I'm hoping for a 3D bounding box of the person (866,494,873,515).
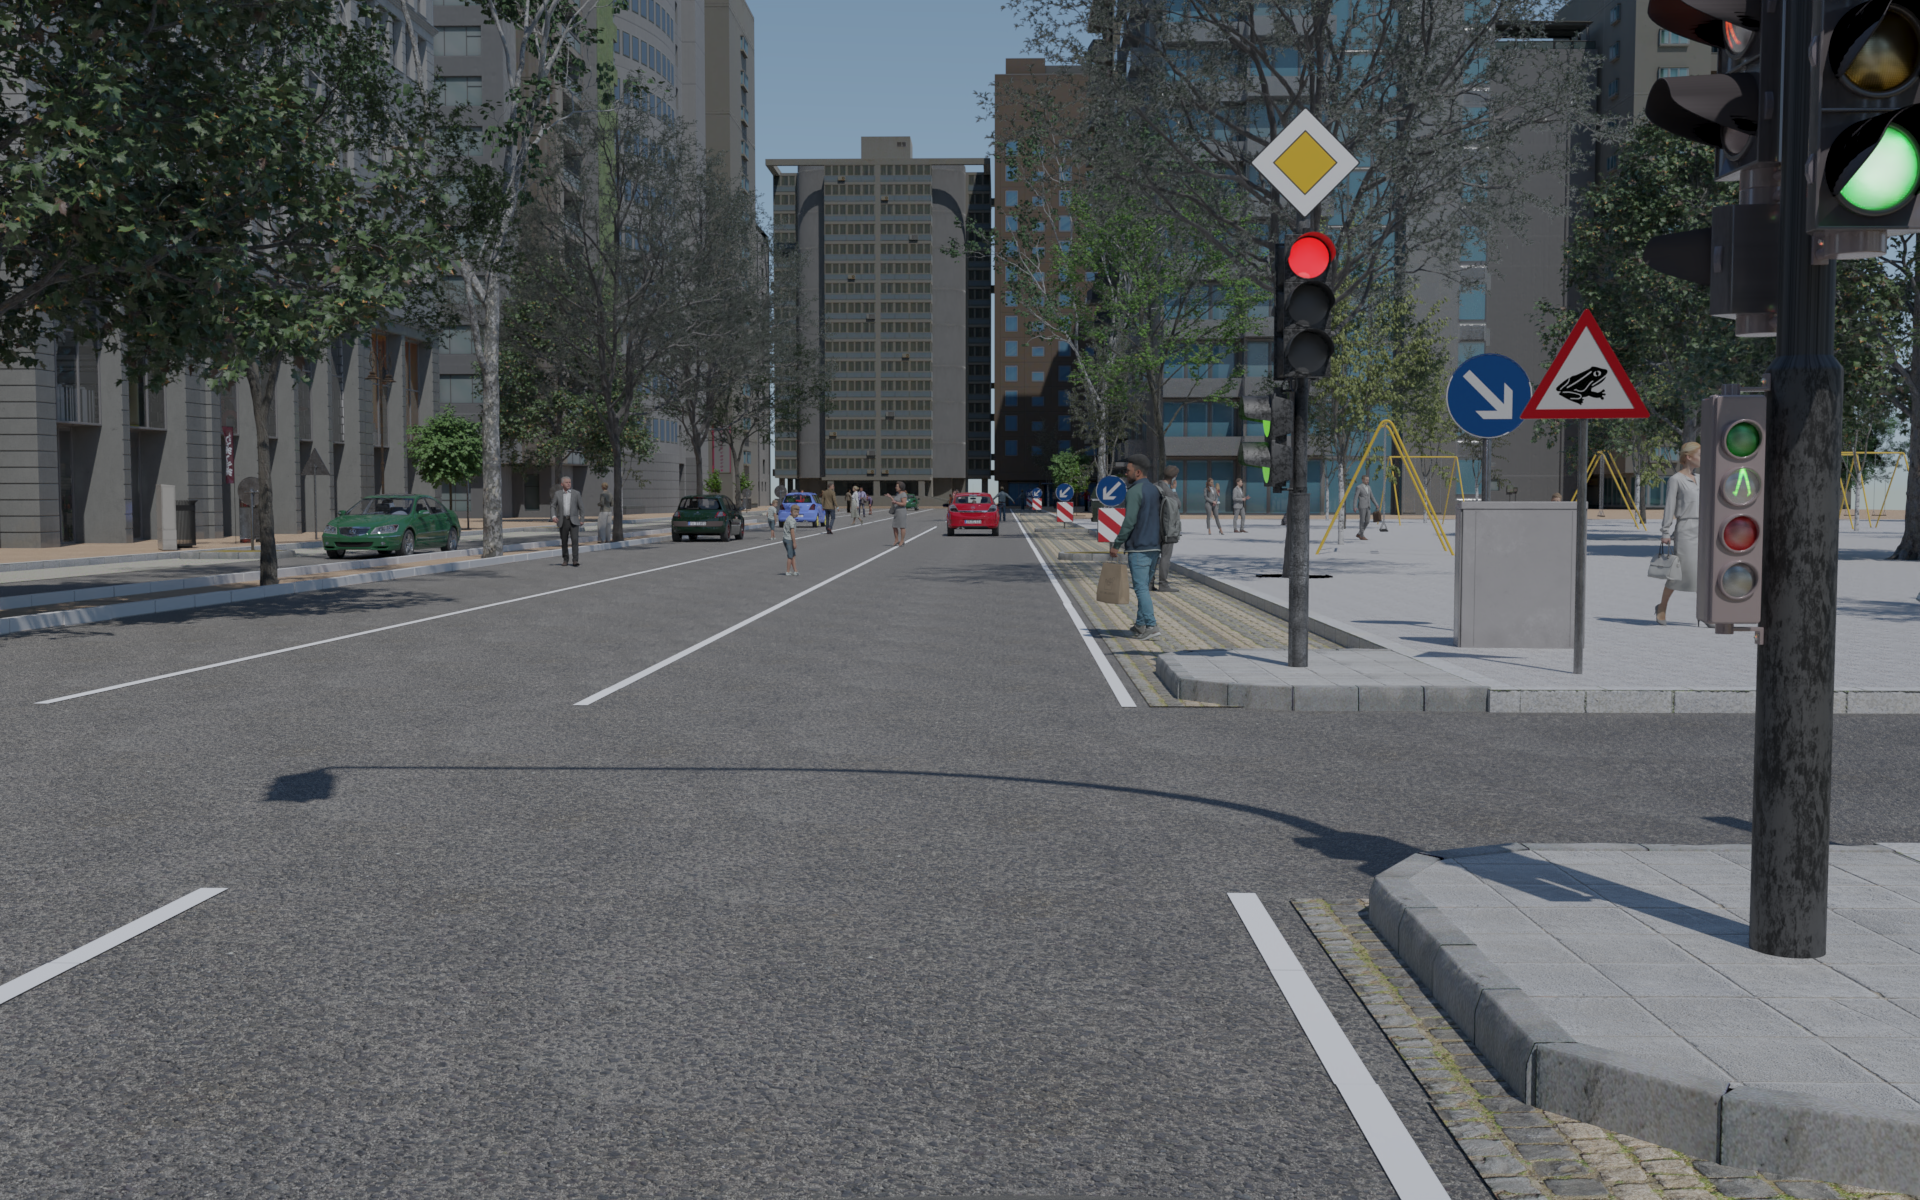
[{"bbox_3d":[-6.246,-6.572,119.179,0.421,1.427,0.697,2,4,35],"label":"person"}]

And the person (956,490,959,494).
[{"bbox_3d":[-0.194,-7.028,124.080,0.551,1.740,0.621,-2,4,-24],"label":"person"}]

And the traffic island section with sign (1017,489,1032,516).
[{"bbox_3d":[4.972,-6.482,114.607,1.989,1.847,2.006,0,4,1],"label":"traffic island section with sign"}]

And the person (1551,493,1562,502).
[{"bbox_3d":[10.223,-1.195,29.837,0.306,1.304,0.590,0,4,-3],"label":"person"}]

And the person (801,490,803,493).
[{"bbox_3d":[-13.001,-8.254,143.989,0.750,1.759,0.617,2,4,29],"label":"person"}]

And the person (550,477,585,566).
[{"bbox_3d":[-7.748,-1.551,34.263,0.661,1.777,0.834,-1,4,-19],"label":"person"}]

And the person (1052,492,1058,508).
[{"bbox_3d":[8.658,-9.023,154.102,0.750,1.759,0.617,-2,4,-25],"label":"person"}]

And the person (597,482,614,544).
[{"bbox_3d":[-9.833,-2.376,47.896,0.362,1.759,0.519,2,4,33],"label":"person"}]

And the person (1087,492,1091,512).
[{"bbox_3d":[9.293,-7.004,123.787,0.599,1.433,0.991,0,4,8],"label":"person"}]

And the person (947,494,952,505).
[{"bbox_3d":[-0.798,-7.690,137.499,0.557,1.426,1.065,-1,4,-19],"label":"person"}]

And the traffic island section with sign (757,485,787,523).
[{"bbox_3d":[-9.197,-4.884,87.982,2.006,1.907,1.989,0,4,1],"label":"traffic island section with sign"}]

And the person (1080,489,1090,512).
[{"bbox_3d":[9.102,-7.302,125.370,0.705,1.831,1.348,2,4,32],"label":"person"}]

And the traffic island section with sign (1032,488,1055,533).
[{"bbox_3d":[3.781,-3.430,64.703,1.989,1.847,2.006,0,4,1],"label":"traffic island section with sign"}]

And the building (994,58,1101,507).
[{"bbox_3d":[10.737,-32.503,181.540,14.200,45.320,14.600,0,4,1],"label":"building"}]

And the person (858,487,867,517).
[{"bbox_3d":[-6.090,-5.998,106.434,0.709,1.838,0.599,1,4,9],"label":"person"}]

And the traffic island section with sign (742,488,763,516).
[{"bbox_3d":[-14.222,-6.535,115.472,1.989,1.847,2.006,0,4,1],"label":"traffic island section with sign"}]

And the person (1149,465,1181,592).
[{"bbox_3d":[2.991,-1.039,25.293,0.447,1.846,0.655,-2,4,-31],"label":"person"}]

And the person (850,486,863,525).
[{"bbox_3d":[-4.759,-4.344,79.751,0.641,1.798,0.478,0,4,4],"label":"person"}]

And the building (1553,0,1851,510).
[{"bbox_3d":[64.481,-32.108,148.670,21.600,48.544,21.300,0,4,1],"label":"building"}]

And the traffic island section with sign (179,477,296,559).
[{"bbox_3d":[-16.061,-1.844,38.776,1.989,1.847,2.006,0,4,1],"label":"traffic island section with sign"}]

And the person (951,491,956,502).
[{"bbox_3d":[-0.306,-5.920,106.765,0.593,1.643,0.415,3,5,44],"label":"person"}]

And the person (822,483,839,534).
[{"bbox_3d":[-4.632,-3.273,61.919,0.656,1.842,0.836,0,4,-1],"label":"person"}]

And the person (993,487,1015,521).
[{"bbox_3d":[2.198,-5.017,90.612,1.350,1.814,0.705,0,4,-5],"label":"person"}]

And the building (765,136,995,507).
[{"bbox_3d":[-8.149,-30.512,190.749,23.993,40.220,32.217,0,4,1],"label":"building"}]

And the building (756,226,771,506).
[{"bbox_3d":[-27.732,-25.104,182.147,14.107,30.474,14.160,0,4,1],"label":"building"}]

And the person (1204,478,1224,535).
[{"bbox_3d":[8.000,-2.952,54.584,0.520,1.790,0.573,-3,5,-45],"label":"person"}]

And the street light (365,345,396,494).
[{"bbox_3d":[-17.997,-4.963,53.937,0.468,5.910,1.993,0,4,1],"label":"street light"}]

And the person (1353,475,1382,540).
[{"bbox_3d":[11.275,-2.570,48.190,0.709,1.813,0.853,-2,4,-35],"label":"person"}]

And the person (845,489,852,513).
[{"bbox_3d":[-8.445,-7.549,131.937,0.705,1.823,1.348,-3,4,-37],"label":"person"}]

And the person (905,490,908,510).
[{"bbox_3d":[-5.016,-9.245,159.744,0.705,1.812,1.348,-3,5,-39],"label":"person"}]

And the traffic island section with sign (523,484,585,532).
[{"bbox_3d":[-15.415,-3.513,66.058,1.989,1.847,2.006,0,4,1],"label":"traffic island section with sign"}]

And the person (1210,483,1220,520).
[{"bbox_3d":[12.809,-4.951,86.968,0.580,1.828,0.573,-1,4,-21],"label":"person"}]

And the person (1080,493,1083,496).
[{"bbox_3d":[10.353,-8.475,145.136,0.750,1.759,0.617,0,4,4],"label":"person"}]

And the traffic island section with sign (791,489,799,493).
[{"bbox_3d":[-13.585,-8.183,142.420,1.989,1.847,2.006,0,4,1],"label":"traffic island section with sign"}]

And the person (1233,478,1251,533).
[{"bbox_3d":[9.316,-3.129,57.401,0.583,1.804,0.606,2,4,28],"label":"person"}]

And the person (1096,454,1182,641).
[{"bbox_3d":[1.740,-0.519,16.977,0.794,1.824,0.713,-2,4,-31],"label":"person"}]

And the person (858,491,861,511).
[{"bbox_3d":[-8.766,-8.646,150.799,0.756,1.711,0.436,-1,4,-20],"label":"person"}]

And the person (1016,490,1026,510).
[{"bbox_3d":[5.335,-8.570,148.694,0.705,1.814,1.350,3,5,40],"label":"person"}]

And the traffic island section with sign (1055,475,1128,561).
[{"bbox_3d":[3.149,-1.782,37.756,1.989,1.847,2.006,0,4,1],"label":"traffic island section with sign"}]

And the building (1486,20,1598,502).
[{"bbox_3d":[46.737,-28.724,153.233,14.086,41.232,14.154,0,4,1],"label":"building"}]

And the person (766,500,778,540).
[{"bbox_3d":[-5.854,-2.499,54.044,0.352,1.250,0.332,-1,4,-13],"label":"person"}]

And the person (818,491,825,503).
[{"bbox_3d":[-12.061,-8.814,153.122,1.217,1.766,0.721,-3,5,-39],"label":"person"}]

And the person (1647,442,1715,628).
[{"bbox_3d":[7.042,-0.632,16.734,0.694,1.780,0.624,-1,4,-13],"label":"person"}]

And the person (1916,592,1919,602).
[{"bbox_3d":[11.189,-0.825,19.553,0.620,1.820,0.660,0,4,0],"label":"person"}]

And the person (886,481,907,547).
[{"bbox_3d":[-1.760,-2.349,47.265,0.532,1.782,0.716,-2,4,-30],"label":"person"}]

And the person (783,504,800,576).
[{"bbox_3d":[-2.951,-1.054,30.410,0.352,1.250,0.332,1,4,20],"label":"person"}]

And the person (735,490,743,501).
[{"bbox_3d":[-13.899,-6.098,109.021,0.721,1.723,1.217,1,4,12],"label":"person"}]

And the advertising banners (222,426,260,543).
[{"bbox_3d":[-18.738,-3.008,45.376,0.090,3.025,2.074,0,4,7],"label":"advertising banners"}]
